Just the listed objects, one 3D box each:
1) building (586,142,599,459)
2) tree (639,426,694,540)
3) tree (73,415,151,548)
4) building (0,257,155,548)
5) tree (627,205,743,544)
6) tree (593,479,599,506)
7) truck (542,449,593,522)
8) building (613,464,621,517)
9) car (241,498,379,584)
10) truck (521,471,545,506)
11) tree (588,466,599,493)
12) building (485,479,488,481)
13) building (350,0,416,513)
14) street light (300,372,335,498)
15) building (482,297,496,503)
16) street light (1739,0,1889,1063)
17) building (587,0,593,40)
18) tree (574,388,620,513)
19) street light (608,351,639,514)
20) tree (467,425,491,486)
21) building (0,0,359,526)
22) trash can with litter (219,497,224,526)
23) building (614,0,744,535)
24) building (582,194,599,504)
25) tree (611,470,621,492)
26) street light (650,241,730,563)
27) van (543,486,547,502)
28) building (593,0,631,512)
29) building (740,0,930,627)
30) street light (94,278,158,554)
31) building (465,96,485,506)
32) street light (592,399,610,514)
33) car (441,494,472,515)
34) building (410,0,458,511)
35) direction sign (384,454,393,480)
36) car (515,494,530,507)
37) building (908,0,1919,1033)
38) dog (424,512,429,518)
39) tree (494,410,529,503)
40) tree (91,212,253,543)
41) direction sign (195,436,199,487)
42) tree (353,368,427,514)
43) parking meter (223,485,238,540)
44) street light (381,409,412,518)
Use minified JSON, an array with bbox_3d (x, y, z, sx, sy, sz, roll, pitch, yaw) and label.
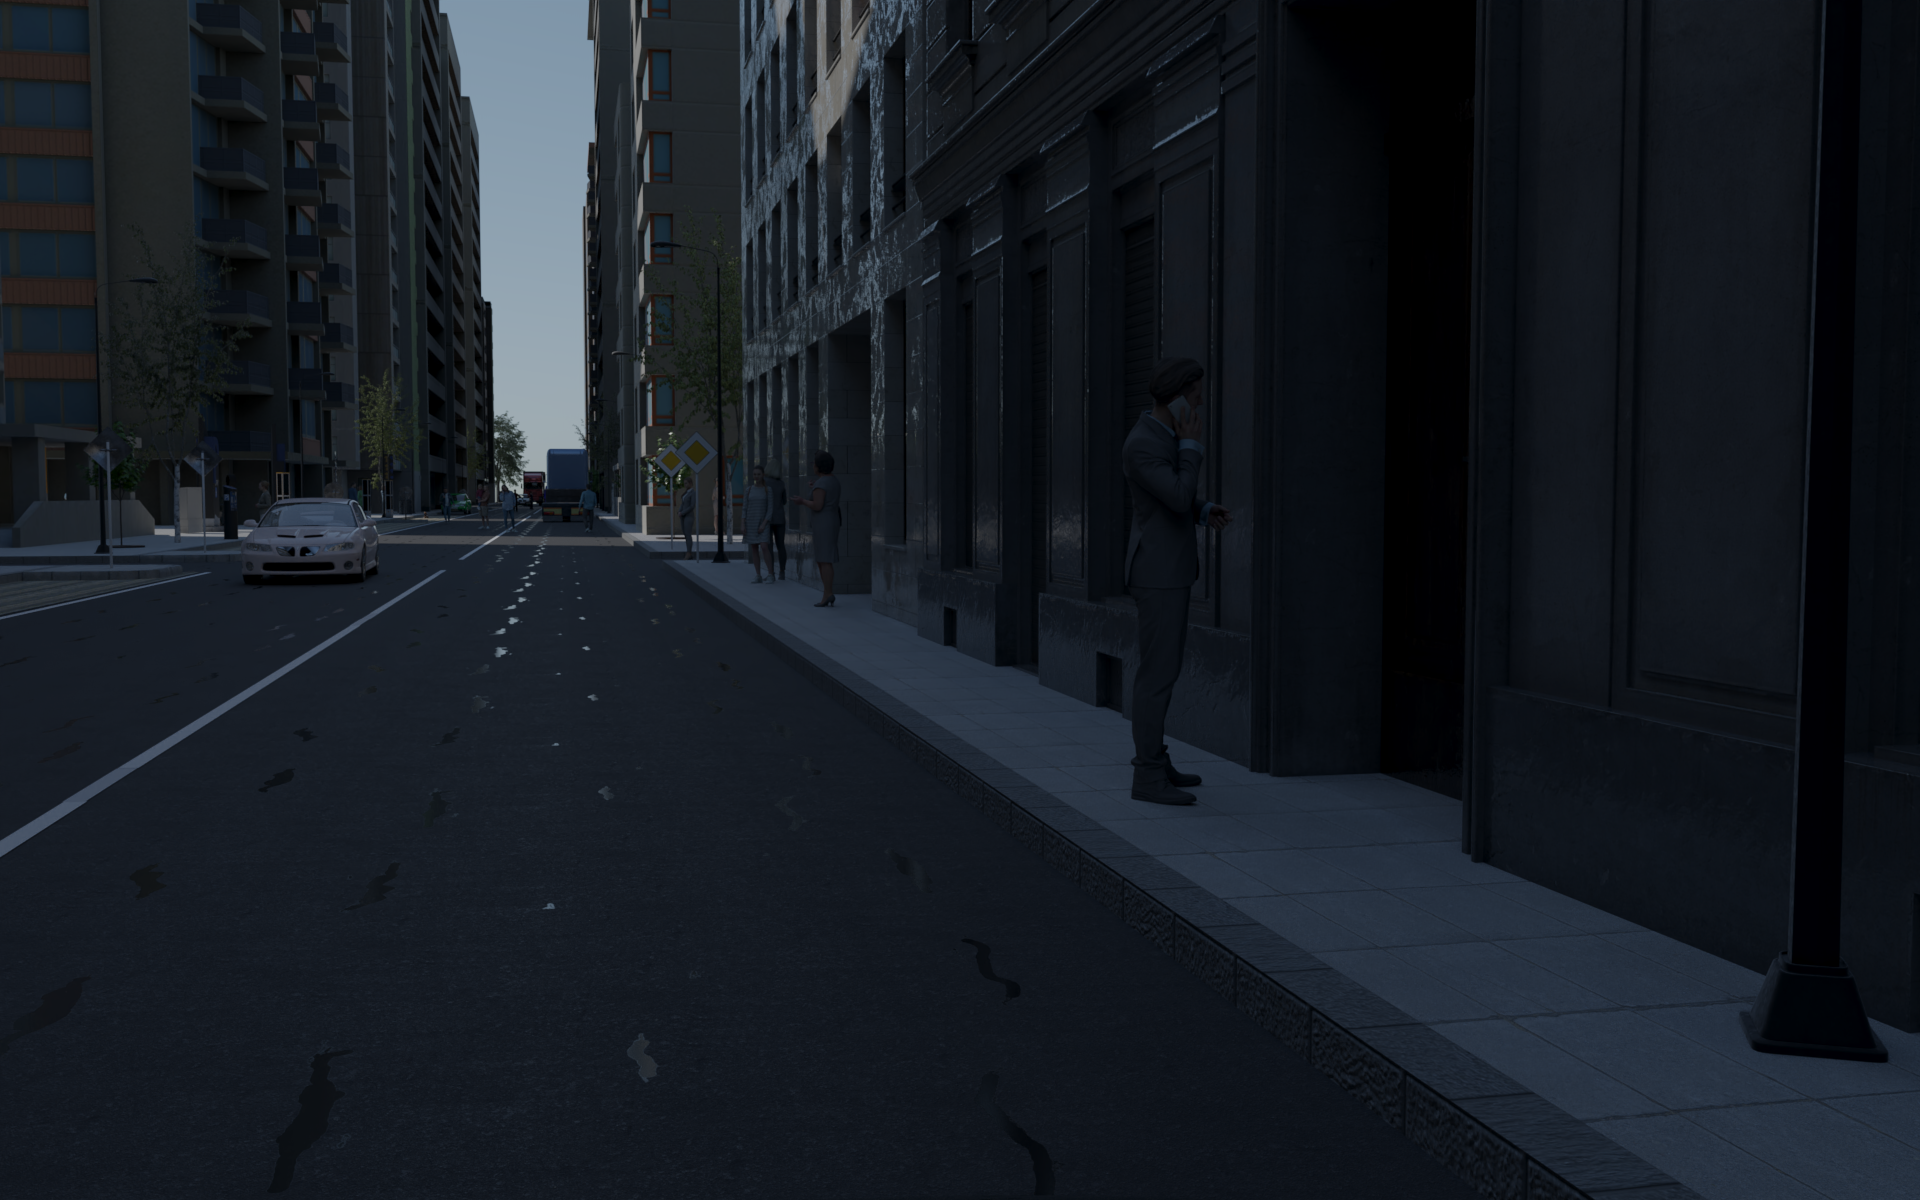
[{"bbox_3d":[-34.764,-34.253,214.663,22.147,44.769,28.867,-1,4,-13],"label":"building"},{"bbox_3d":[-8.277,-3.340,49.204,1.663,3.219,1.824,0,3,0],"label":"tree"},{"bbox_3d":[-20.059,-2.871,41.541,1.663,3.219,1.824,0,3,0],"label":"tree"},{"bbox_3d":[-39.638,-21.490,43.246,32.217,40.220,23.993,-1,4,-13],"label":"building"},{"bbox_3d":[-6.004,-5.714,43.789,4.737,8.622,4.395,0,3,0],"label":"tree"},{"bbox_3d":[-39.047,-11.901,189.179,1.663,3.219,1.824,0,3,0],"label":"tree"},{"bbox_3d":[-21.970,-6.549,96.835,2.967,4.110,18.799,-1,4,-12],"label":"truck"},{"bbox_3d":[-4.635,-25.251,104.737,32.217,40.220,23.993,-1,4,-13],"label":"building"},{"bbox_3d":[-10.948,-1.041,29.382,2.083,1.381,4.827,-1,4,-14],"label":"car"},{"bbox_3d":[-52.785,-13.800,214.547,2.839,4.237,11.283,-1,4,-12],"label":"truck"},{"bbox_3d":[-41.509,-13.001,196.275,4.285,4.588,4.351,0,3,0],"label":"tree"},{"bbox_3d":[-74.260,-37.013,224.765,23.786,49.044,30.456,-1,4,-13],"label":"building"},{"bbox_3d":[-44.132,-26.400,115.227,14.154,41.232,14.086,-1,4,-13],"label":"building"},{"bbox_3d":[-24.538,-5.721,66.086,1.470,5.913,1.316,-1,4,-13],"label":"street light"},{"bbox_3d":[-74.301,-29.139,248.131,14.160,30.474,14.107,-1,4,-13],"label":"building"},{"bbox_3d":[1.470,-1.910,3.777,1.470,5.913,1.316,-1,4,-13],"label":"street light"},{"bbox_3d":[-22.755,-35.893,176.083,28.713,52.752,27.495,-1,4,-13],"label":"building"},{"bbox_3d":[-24.274,-10.356,119.687,4.360,8.622,3.978,0,3,0],"label":"tree"},{"bbox_3d":[-10.631,-5.144,56.647,1.470,5.913,1.316,-1,4,-13],"label":"street light"},{"bbox_3d":[-52.291,-14.304,184.233,4.737,8.622,4.395,0,3,0],"label":"tree"},{"bbox_3d":[-40.941,-26.068,80.843,22.147,44.769,28.867,-1,4,-13],"label":"building"},{"bbox_3d":[-29.016,-3.460,67.952,0.624,1.170,1.055,0,4,-1],"label":"trash can with litter"},{"bbox_3d":[0.473,-13.797,70.618,27.650,21.520,28.899,-1,4,-13],"label":"building"},{"bbox_3d":[-49.927,-37.471,262.756,14.600,45.320,14.200,-1,4,-13],"label":"building"},{"bbox_3d":[-16.824,-5.685,87.553,1.663,3.219,1.824,0,3,0],"label":"tree"},{"bbox_3d":[-4.996,-3.640,32.053,1.470,5.913,1.316,-1,4,-13],"label":"street light"},{"bbox_3d":[-29.174,-7.426,125.797,2.240,2.365,5.245,-1,4,-11],"label":"van"},{"bbox_3d":[-17.774,-31.400,137.098,21.300,48.544,21.600,-1,4,-13],"label":"building"},{"bbox_3d":[2.851,-10.414,25.016,10.420,20.320,16.860,-1,4,-13],"label":"building"},{"bbox_3d":[-17.900,-3.955,37.197,1.470,5.913,1.316,-1,4,-13],"label":"street light"},{"bbox_3d":[-66.719,-35.238,199.849,21.300,48.544,21.600,-1,4,-13],"label":"building"},{"bbox_3d":[-17.043,-6.857,84.651,1.470,5.913,1.316,-1,4,-13],"label":"street light"},{"bbox_3d":[-35.523,-6.936,122.197,1.959,1.807,4.718,-1,4,-11],"label":"car"},{"bbox_3d":[-59.413,-33.218,166.812,21.300,48.544,21.600,-1,4,-13],"label":"building"},{"bbox_3d":[-32.308,-6.482,97.984,0.379,3.537,0.876,1,4,14],"label":"direction sign"},{"bbox_3d":[-49.660,-11.430,196.662,2.009,1.686,4.222,-1,4,-13],"label":"car"},{"bbox_3d":[6.160,-9.680,7.420,9.793,20.994,18.267,-1,4,-13],"label":"building"},{"bbox_3d":[-31.332,-4.963,101.337,0.550,0.427,0.748,1,4,11],"label":"dog"},{"bbox_3d":[-70.223,-21.779,262.733,9.857,13.997,8.962,0,3,0],"label":"tree"},{"bbox_3d":[-20.745,-5.827,45.640,4.360,8.622,3.978,0,3,0],"label":"tree"},{"bbox_3d":[-29.628,-4.607,67.317,0.379,3.537,0.876,-2,4,-28],"label":"direction sign"},{"bbox_3d":[-33.911,-9.295,102.341,4.737,8.622,4.395,0,3,0],"label":"tree"},{"bbox_3d":[-20.644,-2.483,49.010,0.372,1.533,0.369,0,3,0],"label":"parking meter"},{"bbox_3d":[-30.777,-7.437,94.130,1.470,5.913,1.316,-1,4,-13],"label":"street light"}]
